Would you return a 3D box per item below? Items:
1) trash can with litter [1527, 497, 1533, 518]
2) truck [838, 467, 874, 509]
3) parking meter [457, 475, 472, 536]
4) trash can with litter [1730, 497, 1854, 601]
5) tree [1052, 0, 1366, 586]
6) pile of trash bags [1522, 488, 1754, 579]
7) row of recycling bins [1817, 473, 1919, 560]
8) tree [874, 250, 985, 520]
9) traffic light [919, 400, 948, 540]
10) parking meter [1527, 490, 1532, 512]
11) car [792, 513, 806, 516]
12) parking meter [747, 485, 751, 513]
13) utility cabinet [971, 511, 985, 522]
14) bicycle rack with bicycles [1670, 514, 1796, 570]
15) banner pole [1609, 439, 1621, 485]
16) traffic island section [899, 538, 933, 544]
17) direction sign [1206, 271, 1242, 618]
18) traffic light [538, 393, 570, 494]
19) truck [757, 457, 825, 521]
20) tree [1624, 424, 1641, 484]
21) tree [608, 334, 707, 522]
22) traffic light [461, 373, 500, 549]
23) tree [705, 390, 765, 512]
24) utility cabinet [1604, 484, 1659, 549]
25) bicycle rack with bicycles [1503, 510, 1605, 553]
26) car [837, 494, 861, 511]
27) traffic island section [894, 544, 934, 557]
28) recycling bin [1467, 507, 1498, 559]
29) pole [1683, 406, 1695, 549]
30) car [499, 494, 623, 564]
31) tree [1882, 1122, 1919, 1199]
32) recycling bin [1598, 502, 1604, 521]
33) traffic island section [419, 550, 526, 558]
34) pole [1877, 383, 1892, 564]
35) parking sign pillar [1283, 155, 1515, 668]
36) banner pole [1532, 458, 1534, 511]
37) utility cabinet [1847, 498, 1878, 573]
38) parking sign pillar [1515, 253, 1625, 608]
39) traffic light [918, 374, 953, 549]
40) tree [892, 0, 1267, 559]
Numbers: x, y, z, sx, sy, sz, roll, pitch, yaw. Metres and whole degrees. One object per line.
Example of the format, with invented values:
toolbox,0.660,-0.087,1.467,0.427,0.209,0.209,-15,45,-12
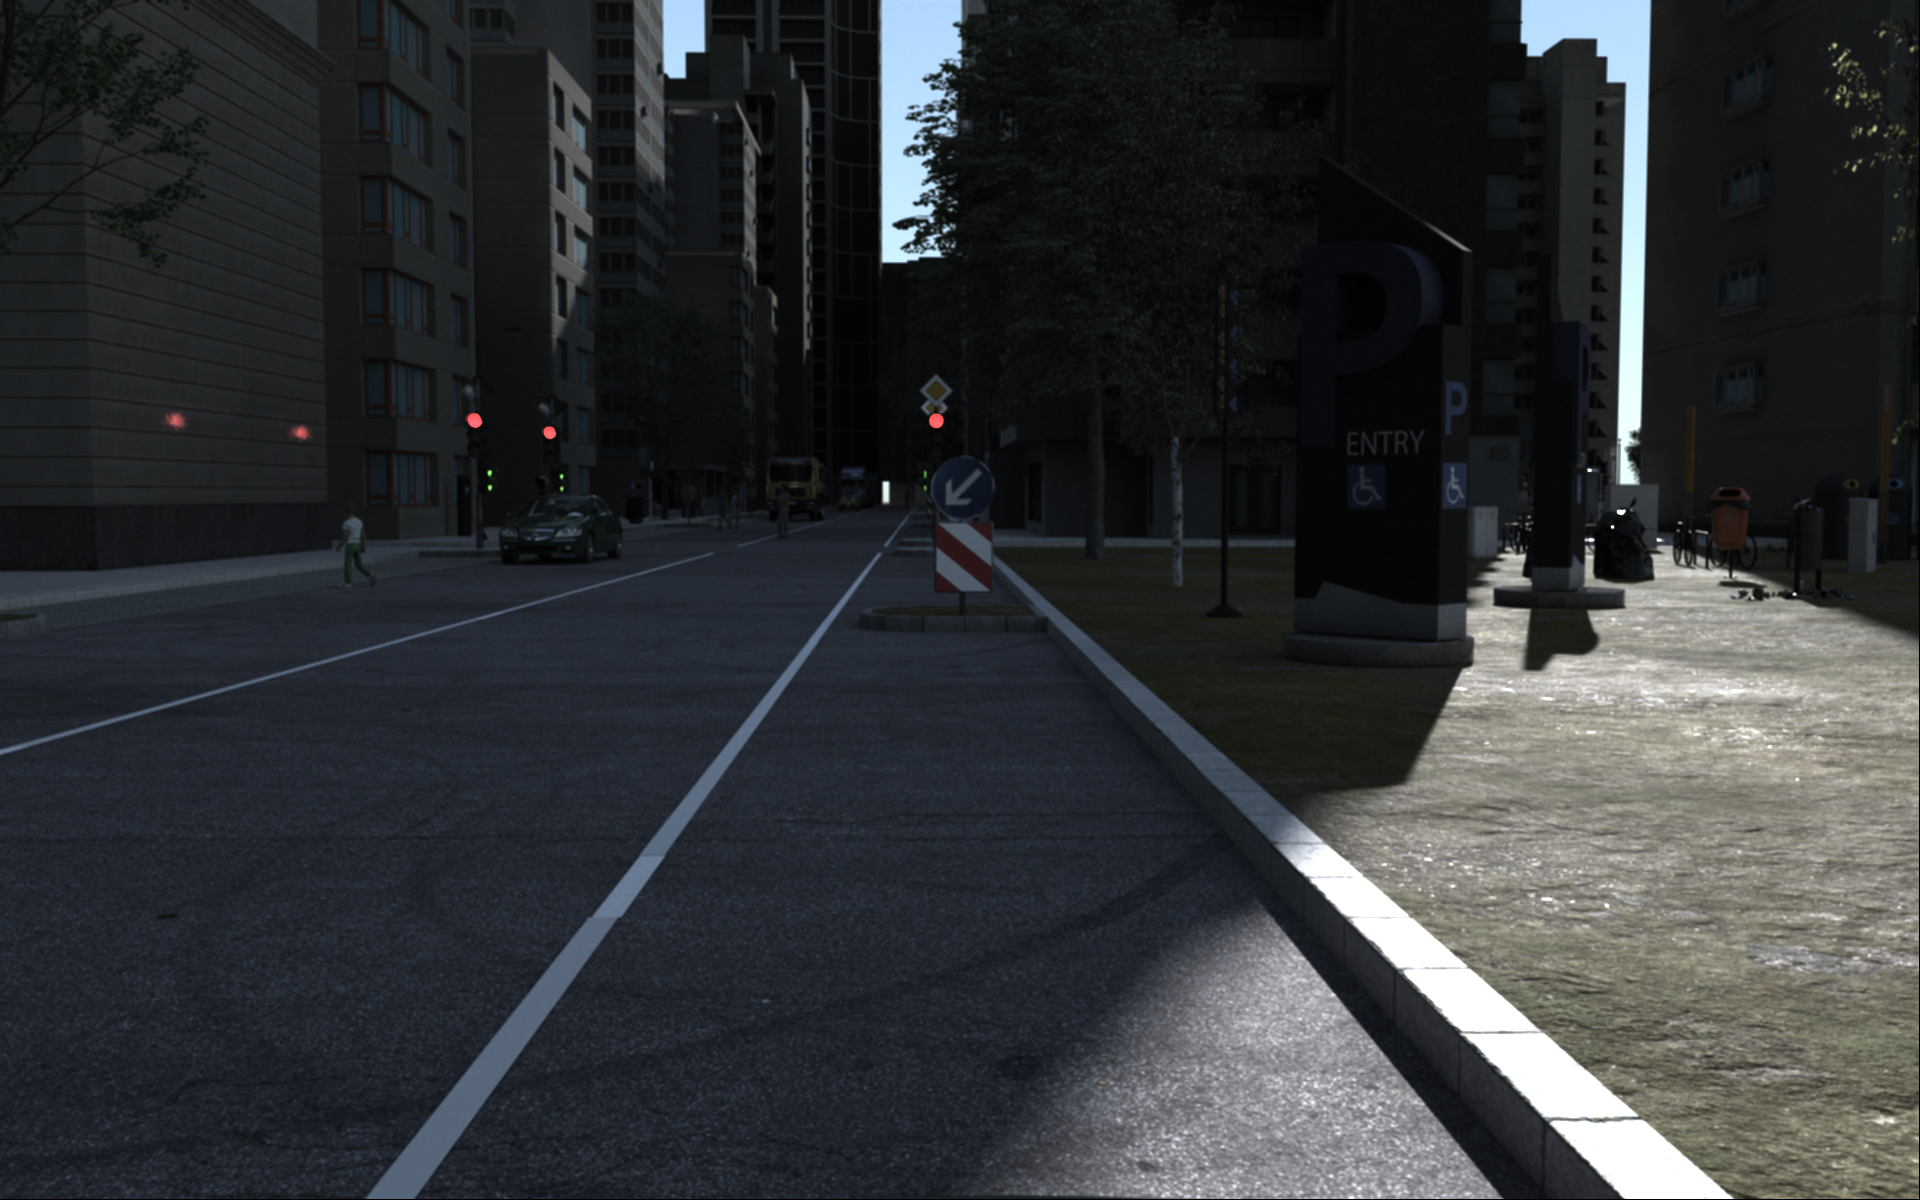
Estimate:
trash can with litter,26.801,-4.298,81.660,0.624,1.170,1.055,0,4,-1
truck,-10.467,-11.481,177.474,2.967,4.110,18.799,0,3,0
parking meter,-15.028,-2.863,52.527,0.255,1.863,0.399,2,4,26
trash can with litter,10.233,-0.640,21.525,2.233,1.210,1.678,-2,4,-35
tree,3.085,-4.483,23.664,4.360,8.622,3.978,0,3,0
pile of trash bags,10.421,-1.047,26.878,3.447,1.369,1.912,2,4,31
row of recycling bins,18.629,-1.634,33.835,3.534,1.692,1.069,1,4,20
tree,0.893,-10.682,85.017,12.009,13.543,11.850,0,3,0
traffic light,-0.735,-3.645,48.517,0.839,4.253,0.868,0,4,-1
parking meter,28.889,-4.875,88.111,0.372,1.533,0.369,0,3,0
car,-10.130,-6.081,111.223,2.131,1.459,4.920,0,4,-1
parking meter,-14.305,-6.823,117.272,0.255,1.863,0.399,0,4,-8
utility cabinet,0.982,-4.282,81.171,1.020,1.237,0.306,3,5,41
bicycle rack with bicycles,13.842,-1.041,30.403,2.852,0.926,2.925,1,4,18
banner pole,29.558,-5.389,78.128,0.863,3.779,0.401,-2,4,-29
traffic island section,-0.694,-1.612,48.632,2.009,0.180,2.903,0,4,-1
direction sign,2.770,-1.595,18.069,0.379,3.537,0.876,1,4,22
traffic light,-11.343,-3.631,48.287,0.839,4.253,0.868,0,4,-1
truck,-8.874,-5.990,93.856,3.469,3.379,9.791,0,4,-1
tree,28.498,-5.274,69.950,4.285,4.588,4.351,0,3,0
tree,-14.079,-7.922,79.889,4.360,8.622,3.978,0,3,0
traffic light,-11.181,-3.143,40.304,0.839,4.253,0.868,0,4,-1
tree,-15.368,-10.387,120.194,4.737,8.622,4.395,0,3,0
utility cabinet,15.418,-1.906,39.834,1.173,1.500,0.318,0,4,-7
bicycle rack with bicycles,13.068,-1.522,38.267,2.925,0.926,2.852,-3,5,-44
car,-9.190,-8.176,143.896,2.015,1.641,3.980,0,4,-1
traffic island section,-0.532,-1.123,40.649,2.009,0.180,2.903,0,4,-1
recycling bin,10.236,-1.349,34.618,0.722,1.027,0.722,-2,4,-33
pole,16.910,-2.833,40.158,0.158,3.312,0.155,0,3,0
car,-8.496,-1.552,37.168,2.131,1.459,4.920,0,4,1
tree,2.331,-4.705,2.690,9.928,11.665,9.643,0,3,0
recycling bin,21.669,-2.787,58.114,0.722,1.027,0.722,0,4,5
traffic island section,-11.222,-1.111,40.438,2.009,0.180,2.903,0,4,-1
pole,17.010,-2.326,31.865,0.158,3.312,0.155,0,3,0
parking sign pillar,3.255,-1.523,13.380,1.447,3.967,1.447,-3,5,-44
banner pole,40.212,-8.024,121.202,0.401,3.779,0.863,3,5,44
utility cabinet,14.881,-1.063,28.539,0.306,1.237,1.020,3,4,36
parking sign pillar,6.957,-1.929,20.015,1.447,3.967,1.447,2,4,27
traffic light,-0.573,-3.157,40.534,0.839,4.253,0.868,0,4,-1
tree,2.289,-7.102,34.245,7.486,12.596,7.792,0,3,0
